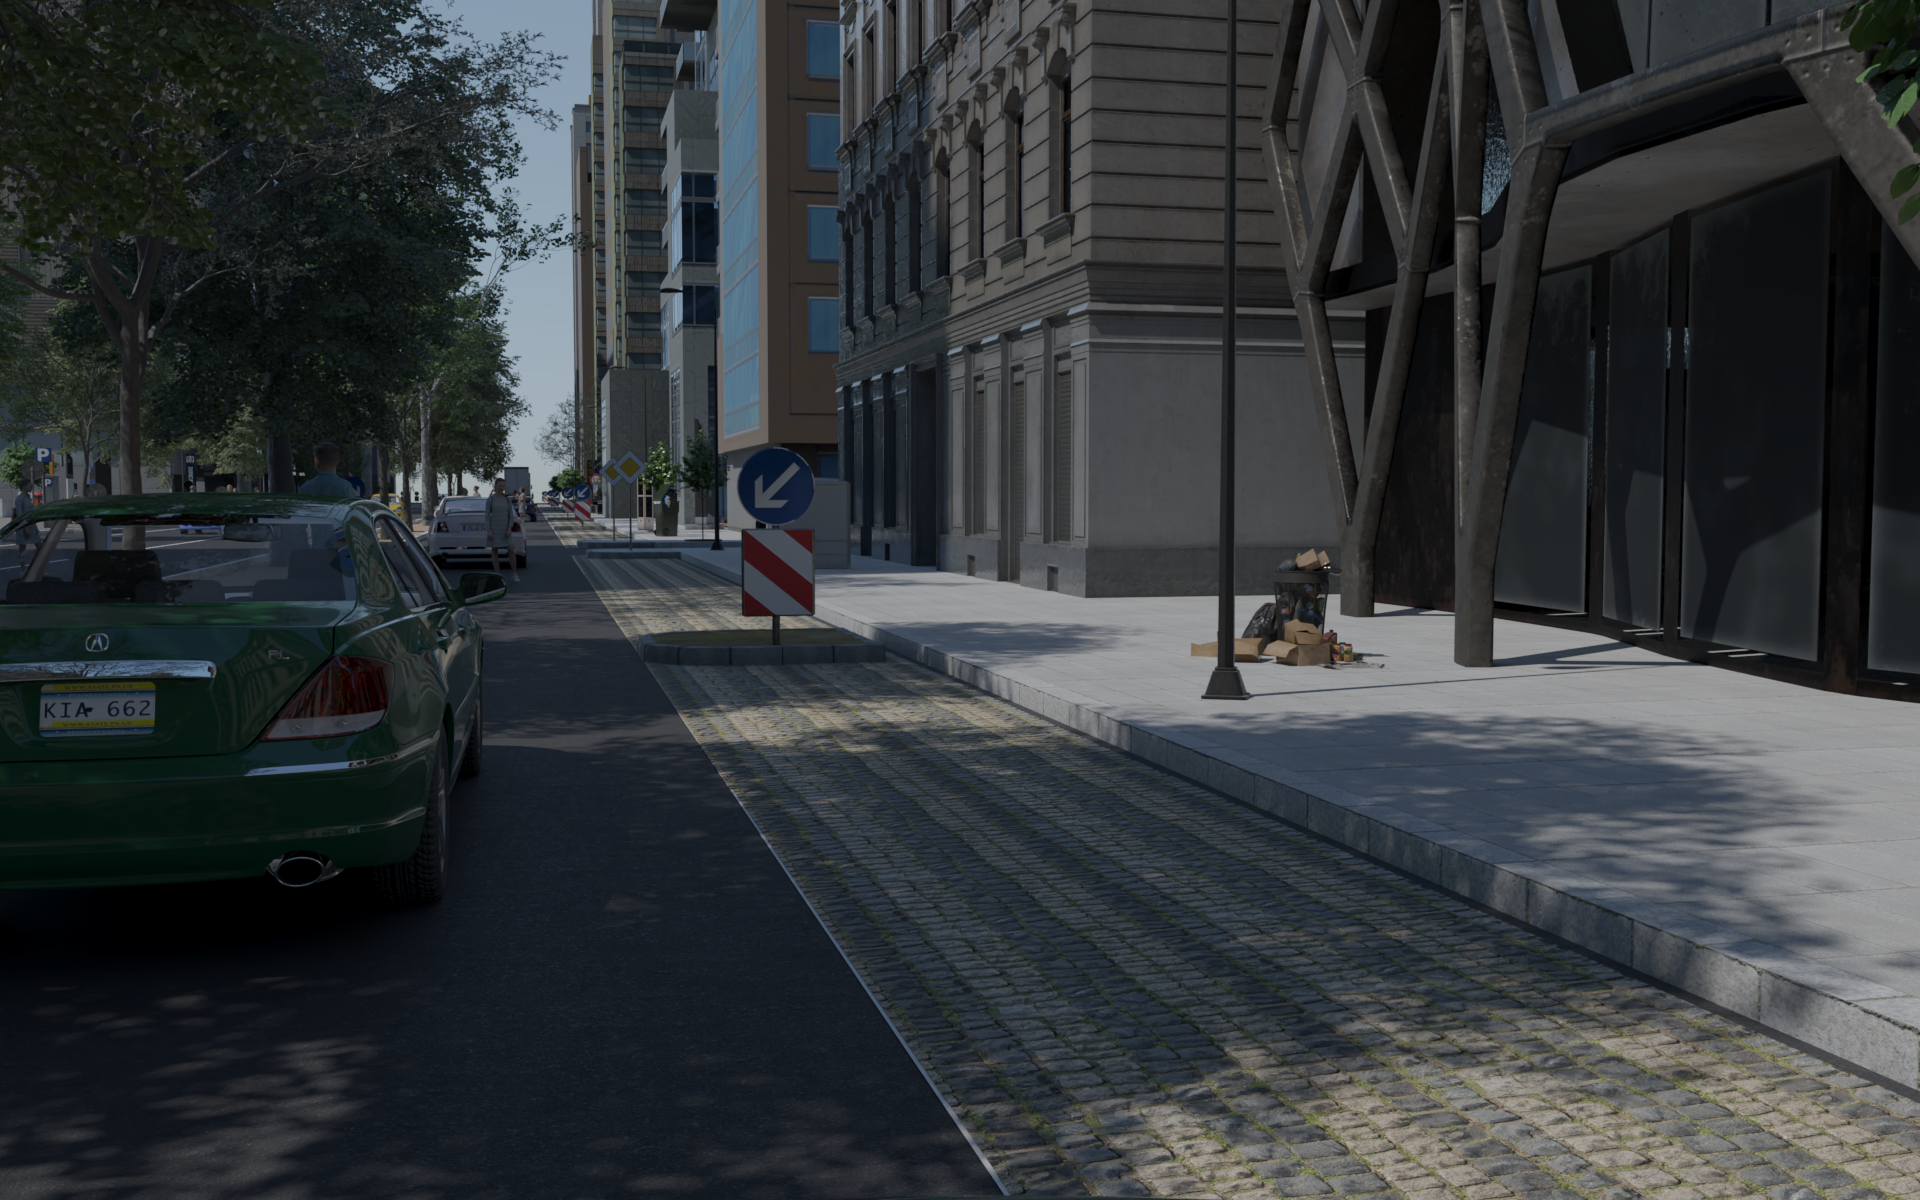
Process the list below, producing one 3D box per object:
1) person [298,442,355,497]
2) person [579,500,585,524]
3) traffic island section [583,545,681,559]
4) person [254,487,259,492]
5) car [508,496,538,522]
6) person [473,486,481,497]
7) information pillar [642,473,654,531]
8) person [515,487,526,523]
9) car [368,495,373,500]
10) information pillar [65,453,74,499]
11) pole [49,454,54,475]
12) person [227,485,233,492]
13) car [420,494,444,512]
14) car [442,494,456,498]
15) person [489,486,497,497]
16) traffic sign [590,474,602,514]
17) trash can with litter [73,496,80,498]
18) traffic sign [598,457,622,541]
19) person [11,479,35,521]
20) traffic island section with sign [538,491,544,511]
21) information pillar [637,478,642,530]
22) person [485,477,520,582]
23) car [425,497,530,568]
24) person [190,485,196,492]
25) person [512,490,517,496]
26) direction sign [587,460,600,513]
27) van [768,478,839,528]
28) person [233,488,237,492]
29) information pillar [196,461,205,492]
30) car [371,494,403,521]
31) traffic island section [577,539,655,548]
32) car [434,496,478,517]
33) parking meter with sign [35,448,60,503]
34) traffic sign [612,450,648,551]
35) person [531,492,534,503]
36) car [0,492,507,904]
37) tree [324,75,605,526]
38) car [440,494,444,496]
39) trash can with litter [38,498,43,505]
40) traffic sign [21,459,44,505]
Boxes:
[{"bbox_3d":[-5.032,-0.325,13.674,0.638,1.841,0.748,2,4,33],"label":"person"},{"bbox_3d":[-18.207,-4.567,83.745,0.524,1.755,0.480,-2,4,-25],"label":"person"},{"bbox_3d":[-7.466,-1.047,39.395,2.009,0.180,2.903,-1,4,-14],"label":"traffic island section"},{"bbox_3d":[-38.670,-5.288,95.202,0.529,1.795,0.600,-3,4,-38],"label":"person"},{"bbox_3d":[-22.883,-4.724,89.814,1.945,1.354,3.894,-1,4,-16],"label":"car"},{"bbox_3d":[-20.128,-3.852,71.822,0.599,1.781,0.374,2,4,32],"label":"person"},{"bbox_3d":[-10.940,-3.451,60.922,0.304,2.012,0.304,-1,4,-10],"label":"information pillar"},{"bbox_3d":[-21.684,-4.685,85.453,0.532,1.782,0.716,-1,4,-15],"label":"person"},{"bbox_3d":[-45.897,-7.575,136.437,1.945,1.354,3.894,-1,4,-14],"label":"car"},{"bbox_3d":[-47.962,-6.236,93.310,0.183,3.616,0.504,1,4,10],"label":"information pillar"},{"bbox_3d":[-46.151,-5.763,88.070,0.158,3.312,0.155,0,3,0],"label":"pole"},{"bbox_3d":[-24.839,-3.016,58.490,0.598,1.740,0.731,2,4,24],"label":"person"},{"bbox_3d":[-42.918,-8.035,140.957,1.945,1.707,3.694,-1,4,-13],"label":"car"},{"bbox_3d":[-46.741,-8.976,158.755,2.014,1.417,4.499,-1,4,-14],"label":"car"},{"bbox_3d":[-17.619,-3.485,66.074,0.643,1.750,0.593,3,4,36],"label":"person"},{"bbox_3d":[-22.983,-6.687,109.440,0.768,2.556,0.104,-1,4,-9],"label":"traffic sign"},{"bbox_3d":[-37.839,-3.865,74.250,2.233,1.210,1.678,3,5,44],"label":"trash can with litter"},{"bbox_3d":[-9.413,-2.656,47.063,0.795,2.450,0.064,-1,4,-14],"label":"traffic sign"},{"bbox_3d":[-16.251,-1.263,30.160,0.522,1.701,0.512,0,4,-4],"label":"person"},{"bbox_3d":[-33.673,-8.246,143.457,1.989,1.847,2.006,-1,4,-14],"label":"traffic island section with sign"},{"bbox_3d":[-11.225,-3.479,61.367,0.304,2.012,0.304,2,4,25],"label":"information pillar"},{"bbox_3d":[-7.497,-1.147,28.258,0.512,1.701,0.522,-2,4,-32],"label":"person"},{"bbox_3d":[-9.718,-1.379,34.917,2.083,1.381,4.827,-1,4,-15],"label":"car"},{"bbox_3d":[-32.827,-4.017,74.347,0.590,1.801,0.661,-2,4,-33],"label":"person"},{"bbox_3d":[-34.119,-7.540,132.497,1.217,1.743,0.721,2,4,31],"label":"person"},{"bbox_3d":[-24.299,-7.511,114.809,0.876,3.537,0.379,-2,4,-35],"label":"direction sign"},{"bbox_3d":[-2.772,-2.246,43.739,4.112,2.044,2.013,-1,4,-15],"label":"van"},{"bbox_3d":[-39.843,-5.272,95.243,0.519,1.759,0.362,-3,5,-40],"label":"person"},{"bbox_3d":[-50.133,-7.525,114.382,0.504,3.616,0.183,-2,4,-29],"label":"information pillar"},{"bbox_3d":[-27.370,-4.426,82.588,2.015,1.641,3.980,-1,4,-16],"label":"car"},{"bbox_3d":[-9.392,-1.521,47.145,2.009,0.180,2.903,-1,4,-14],"label":"traffic island section"},{"bbox_3d":[-16.951,-2.870,59.289,2.083,1.381,4.827,-1,4,-12],"label":"car"},{"bbox_3d":[-34.519,-4.254,65.809,0.543,3.016,1.738,-1,4,-11],"label":"parking meter with sign"},{"bbox_3d":[-7.487,-2.182,39.312,0.795,2.450,0.064,-1,4,-14],"label":"traffic sign"},{"bbox_3d":[-66.715,-15.932,269.788,0.445,1.727,0.742,3,5,44],"label":"person"},{"bbox_3d":[-3.016,0.276,7.278,2.131,1.459,4.920,-1,4,-13],"label":"car"},{"bbox_3d":[-22.551,-13.350,76.612,12.611,20.169,13.585,0,3,0],"label":"tree"},{"bbox_3d":[-71.971,-14.055,239.387,1.945,1.707,3.694,-1,4,-15],"label":"car"},{"bbox_3d":[-46.277,-4.633,87.138,1.055,1.170,0.624,1,4,14],"label":"trash can with litter"},{"bbox_3d":[-33.510,-3.823,62.613,0.768,2.556,0.104,-1,4,-13],"label":"traffic sign"}]
